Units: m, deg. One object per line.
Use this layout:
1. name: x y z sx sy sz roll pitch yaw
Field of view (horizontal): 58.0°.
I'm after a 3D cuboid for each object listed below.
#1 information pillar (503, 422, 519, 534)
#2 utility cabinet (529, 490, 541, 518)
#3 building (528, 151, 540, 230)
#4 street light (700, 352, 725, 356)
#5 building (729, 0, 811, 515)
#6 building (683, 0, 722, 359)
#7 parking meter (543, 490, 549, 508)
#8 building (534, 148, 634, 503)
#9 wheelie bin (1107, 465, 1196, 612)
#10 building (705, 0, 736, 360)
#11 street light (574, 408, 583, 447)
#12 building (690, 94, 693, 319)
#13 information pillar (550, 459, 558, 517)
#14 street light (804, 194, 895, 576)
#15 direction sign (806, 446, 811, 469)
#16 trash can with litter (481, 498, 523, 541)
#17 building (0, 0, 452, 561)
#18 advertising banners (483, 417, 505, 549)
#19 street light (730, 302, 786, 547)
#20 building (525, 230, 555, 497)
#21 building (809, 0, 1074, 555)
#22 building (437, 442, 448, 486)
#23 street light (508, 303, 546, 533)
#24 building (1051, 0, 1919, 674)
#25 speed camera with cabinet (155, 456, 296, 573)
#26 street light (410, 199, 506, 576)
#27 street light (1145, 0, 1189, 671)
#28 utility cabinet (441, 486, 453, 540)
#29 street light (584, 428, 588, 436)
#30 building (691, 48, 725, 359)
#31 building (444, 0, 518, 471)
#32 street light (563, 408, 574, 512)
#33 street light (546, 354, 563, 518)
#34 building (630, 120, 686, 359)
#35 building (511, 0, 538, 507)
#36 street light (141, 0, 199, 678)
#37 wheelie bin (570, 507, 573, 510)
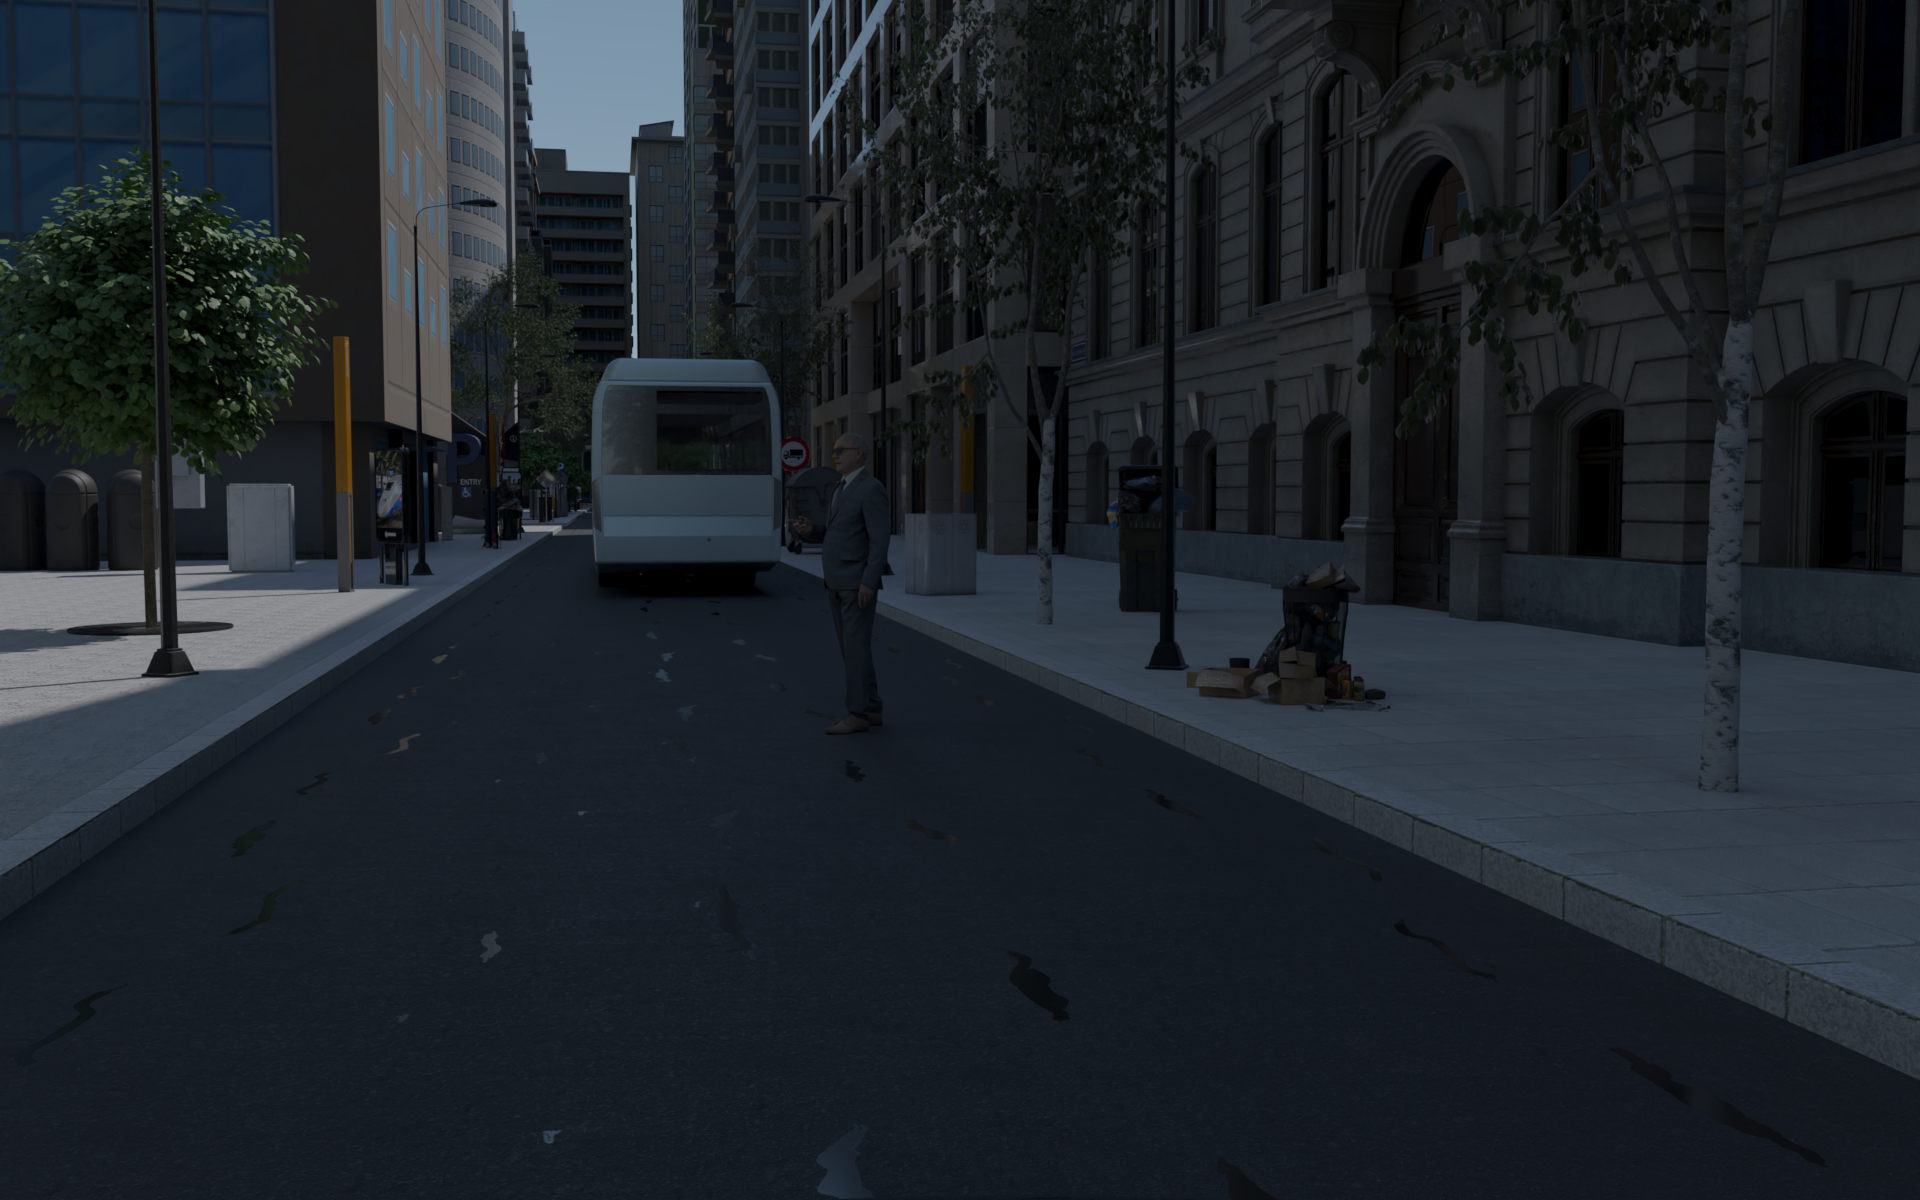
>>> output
1. information pillar: -14.493 -3.952 55.974 0.504 3.616 0.183 -1 4 -23
2. utility cabinet: -22.403 -5.062 91.447 0.318 1.500 1.173 -2 4 -33
3. building: -63.686 -33.847 208.023 28.867 44.769 22.147 -1 4 -11
4. street light: -7.795 -5.148 56.706 1.470 5.913 1.316 -1 4 -11
5. building: -0.865 -25.043 101.342 23.993 40.220 32.217 -1 4 -11
6. building: -25.737 -47.546 215.622 20.563 71.187 20.611 -1 4 -11
7. parking meter: -22.967 -5.358 96.020 0.372 1.533 0.369 0 3 0
8. building: -57.363 -38.029 245.467 21.600 48.544 21.300 -1 4 -11
9. wheelie bin: 2.086 -0.676 18.966 0.980 1.594 0.693 1 4 10
10. building: -8.310 -29.392 135.191 22.147 44.769 28.867 -1 4 -11
11. street light: -21.023 -7.329 92.371 1.470 5.913 1.316 -1 4 -11
12. building: -20.256 -32.300 178.208 14.600 45.320 14.200 -1 4 -11
13. information pillar: -22.885 -6.499 97.612 0.183 3.616 0.504 3 5 44
14. street light: -1.733 -3.337 27.101 1.470 5.913 1.316 -1 4 -11
15. direction sign: -7.101 -5.524 82.308 0.379 3.537 0.876 1 4 20
16. trash can with litter: -12.596 -2.217 47.628 1.055 1.170 0.624 -3 5 -42
17. building: -19.300 -23.720 37.932 14.600 45.320 14.200 -1 4 -11
18. advertising banners: -10.904 -2.713 40.541 0.090 3.025 2.074 -2 4 -28
19. street light: -4.871 -4.262 42.232 1.470 5.913 1.316 -1 4 -11
20. building: -51.110 -25.372 186.526 14.160 30.474 14.107 -1 4 -11
21. building: 6.788 -15.261 54.028 19.350 26.468 34.151 -1 4 -11
22. building: -34.996 -39.607 85.824 20.563 71.187 20.611 -1 4 -11
23. street light: -10.945 -4.259 42.170 1.470 5.913 1.316 -1 4 -11
24. building: 10.559 -12.250 19.375 14.460 24.649 34.723 -1 4 -11
25. speed camera with cabinet: -12.004 -2.078 28.311 2.038 3.252 0.660 -1 4 -16
26. street light: -7.976 -3.350 27.312 1.470 5.913 1.316 -1 4 -11
27. street light: 0.993 -2.442 12.474 1.470 5.913 1.316 -1 4 -11
28. utility cabinet: -14.350 -2.434 48.474 0.318 1.500 1.173 -1 4 -17
29. street light: -23.955 -8.223 106.990 1.470 5.913 1.316 -1 4 -11
30. building: -18.292 -29.379 163.938 14.154 41.232 14.086 -1 4 -11
31. building: -42.242 -35.280 118.826 21.231 58.520 28.212 -1 4 -11
32. street light: -18.275 -6.442 77.862 1.470 5.913 1.316 -1 4 -11
33. street light: -14.074 -5.193 57.447 1.470 5.913 1.316 -1 4 -11
34. building: -34.028 -40.647 253.813 27.495 52.752 28.713 -1 4 -11
35. building: -51.720 -33.233 162.974 23.786 49.044 30.456 -1 4 -11
36. street light: -5.053 -2.424 12.170 1.470 5.913 1.316 -1 4 -11
37. wheelie bin: -31.606 -8.127 140.787 0.980 1.594 0.693 -2 4 -32
